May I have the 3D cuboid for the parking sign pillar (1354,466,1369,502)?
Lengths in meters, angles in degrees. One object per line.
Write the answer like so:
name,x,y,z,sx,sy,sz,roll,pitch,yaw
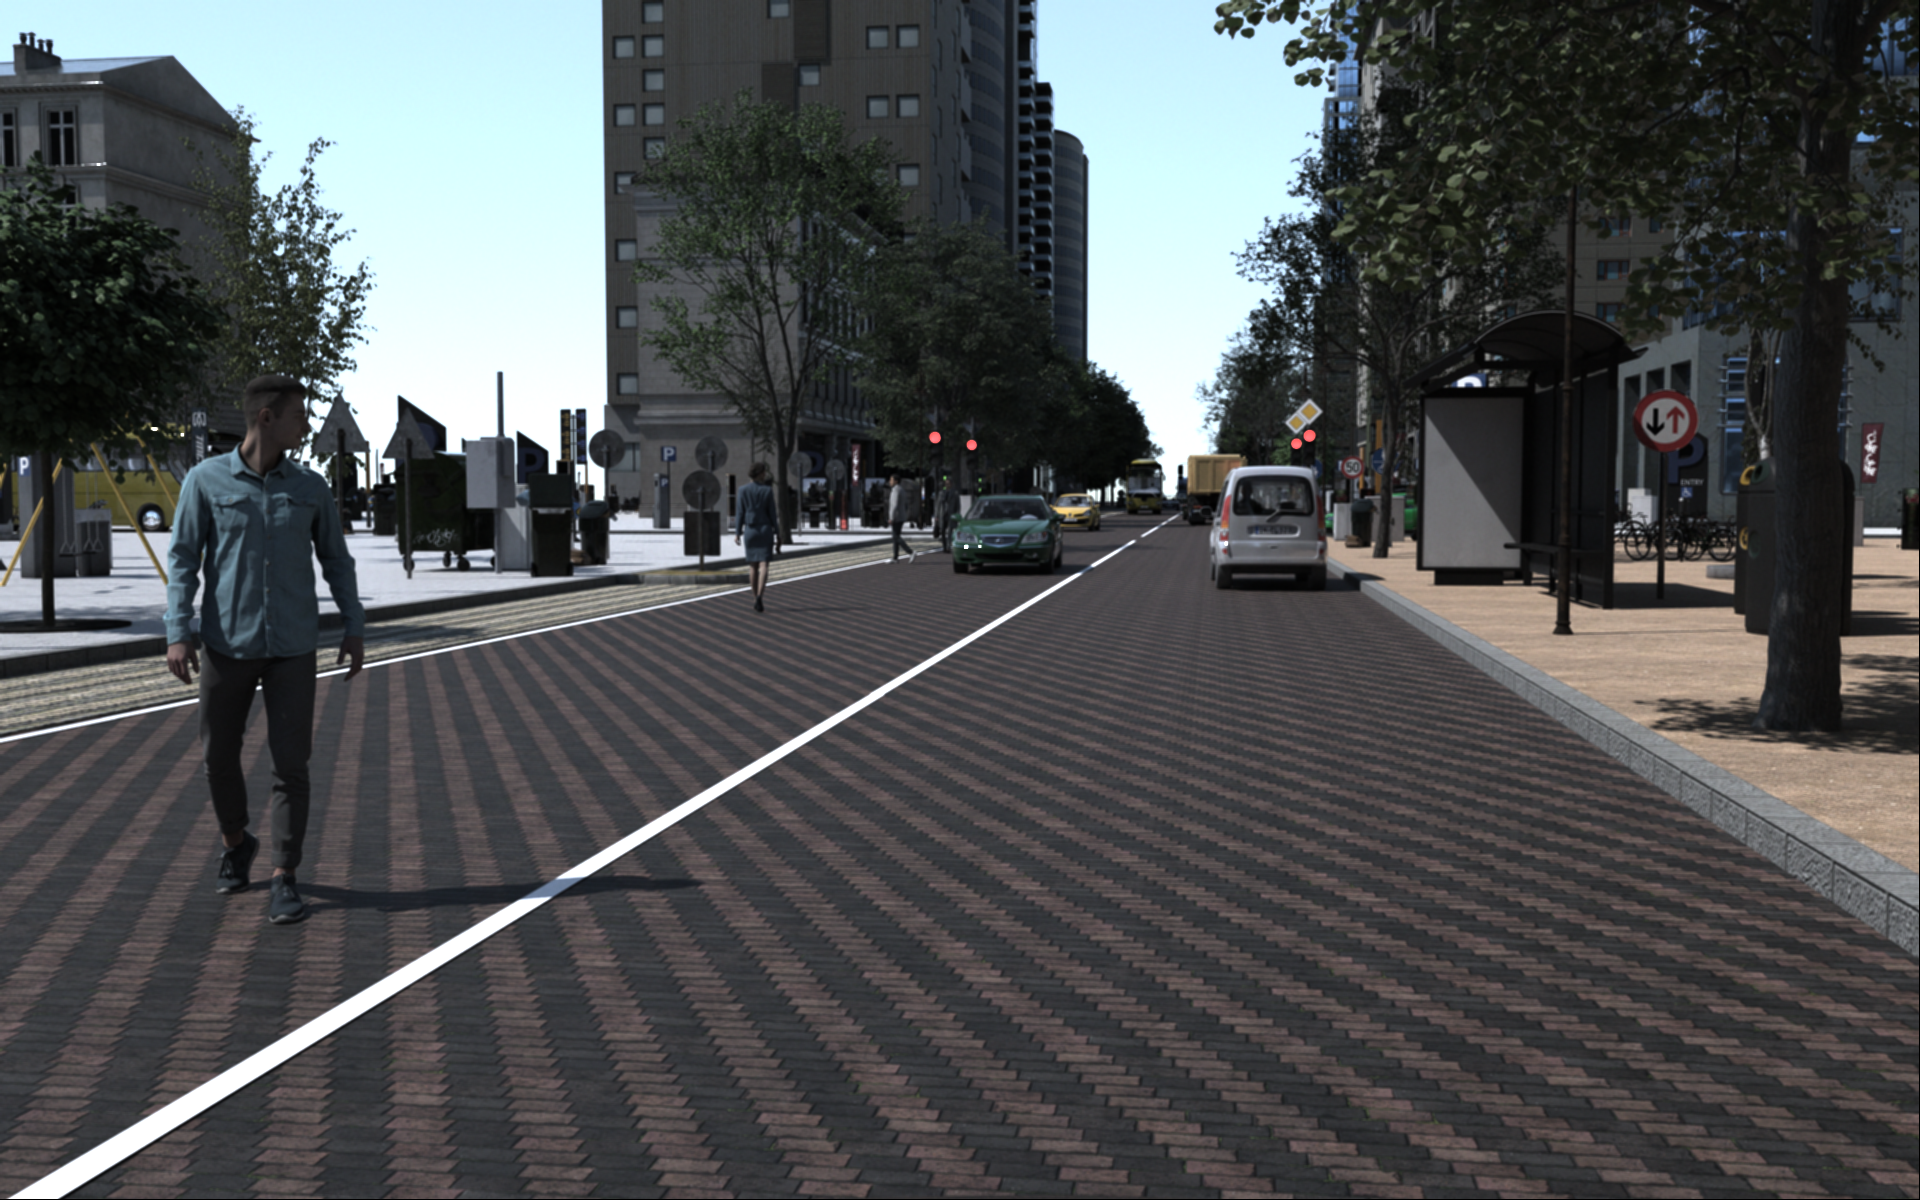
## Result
parking sign pillar,28.147,-8.181,122.226,1.447,3.967,1.447,3,5,43

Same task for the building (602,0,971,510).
building,-13.777,-34.383,151.404,28.713,52.752,27.495,1,4,8

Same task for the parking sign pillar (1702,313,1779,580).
parking sign pillar,12.138,-2.310,26.238,1.447,3.967,1.447,1,4,21

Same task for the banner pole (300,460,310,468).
banner pole,-43.608,-7.655,115.175,0.863,3.779,0.401,0,4,-8

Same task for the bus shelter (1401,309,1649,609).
bus shelter,6.845,-1.698,21.689,2.014,3.302,5.546,0,4,8

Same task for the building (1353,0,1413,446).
building,56.115,-36.093,179.361,28.713,52.752,27.495,1,4,8

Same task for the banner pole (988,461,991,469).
banner pole,2.214,-8.504,129.058,0.401,3.779,0.863,1,4,21

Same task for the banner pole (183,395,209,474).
banner pole,-19.391,-3.296,43.914,0.863,3.779,0.401,1,4,13

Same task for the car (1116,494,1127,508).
car,15.765,-9.475,163.718,1.959,1.807,4.718,1,4,9

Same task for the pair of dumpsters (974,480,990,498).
pair of dumpsters,1.651,-6.168,103.345,1.574,2.255,4.437,1,4,8

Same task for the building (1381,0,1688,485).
building,46.138,-42.980,140.974,20.563,71.187,20.611,1,4,8

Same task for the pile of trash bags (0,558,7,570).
pile of trash bags,-17.745,-1.214,29.595,1.912,1.369,3.447,-3,5,-44

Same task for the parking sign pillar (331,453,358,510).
parking sign pillar,-31.187,-6.072,87.746,1.447,3.967,1.447,1,4,17

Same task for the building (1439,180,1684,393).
building,47.817,-16.508,114.947,27.650,21.520,28.899,1,4,8

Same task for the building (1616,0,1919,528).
building,45.136,-46.483,72.664,31.000,86.520,22.319,1,4,8

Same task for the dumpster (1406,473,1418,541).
dumpster,12.808,-2.685,46.387,1.502,2.255,1.985,1,4,8

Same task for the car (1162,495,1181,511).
car,18.114,-8.390,149.751,1.945,1.354,3.894,0,4,7

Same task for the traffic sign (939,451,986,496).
traffic sign,0.116,-5.366,81.615,2.265,3.308,0.079,1,4,13

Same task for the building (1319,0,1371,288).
building,65.237,-58.570,270.290,22.319,86.520,31.000,1,4,8

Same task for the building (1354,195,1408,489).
building,44.638,-23.746,159.945,14.160,30.474,14.107,1,4,8

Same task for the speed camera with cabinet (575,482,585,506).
speed camera with cabinet,-28.306,-8.169,127.901,0.660,3.252,2.038,-3,5,-40

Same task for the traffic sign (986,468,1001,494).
traffic sign,1.573,-5.093,83.369,0.768,2.556,0.104,1,4,9

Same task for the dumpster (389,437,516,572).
dumpster,-8.577,-1.642,29.347,1.502,2.255,1.985,1,4,8

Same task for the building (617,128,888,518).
building,-12.675,-14.813,93.107,10.553,20.767,40.483,1,4,8

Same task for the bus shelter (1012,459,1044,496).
bus shelter,3.703,-7.719,103.829,2.179,5.291,8.768,1,4,8

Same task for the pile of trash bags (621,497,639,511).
pile of trash bags,-24.317,-7.585,133.769,3.447,1.369,1.912,-2,4,-32

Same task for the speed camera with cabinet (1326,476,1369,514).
speed camera with cabinet,19.418,-5.654,86.778,2.038,3.252,0.660,0,4,4

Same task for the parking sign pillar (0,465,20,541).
parking sign pillar,-26.509,-3.626,47.751,1.447,3.967,1.447,-1,4,-19

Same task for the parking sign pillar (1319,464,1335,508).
parking sign pillar,19.210,-6.331,91.979,1.447,3.967,1.447,0,4,3

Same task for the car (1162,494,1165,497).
car,31.737,-16.072,272.994,2.015,1.641,3.980,0,4,7

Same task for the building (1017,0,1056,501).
building,3.068,-57.084,245.999,22.319,86.520,31.000,1,4,8

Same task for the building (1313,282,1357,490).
building,57.975,-29.273,250.308,14.160,30.474,14.107,1,4,8

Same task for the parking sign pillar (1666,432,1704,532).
parking sign pillar,23.971,-4.201,57.152,1.447,3.967,1.447,1,4,18

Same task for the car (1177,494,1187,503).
car,33.567,-15.391,261.870,2.015,1.641,3.980,1,4,9

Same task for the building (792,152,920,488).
building,-10.204,-17.822,121.072,12.332,23.373,15.834,1,4,8

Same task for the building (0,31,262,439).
building,-54.321,-16.287,85.379,34.723,24.649,14.460,1,4,8

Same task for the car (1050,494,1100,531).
car,4.504,-3.513,67.661,2.015,1.641,3.980,1,4,10

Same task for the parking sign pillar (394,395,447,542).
parking sign pillar,-14.602,-3.576,46.933,1.447,3.967,1.447,0,4,4

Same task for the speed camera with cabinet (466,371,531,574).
speed camera with cabinet,-7.467,-2.103,28.714,0.660,3.252,2.038,1,4,11

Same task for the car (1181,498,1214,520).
car,13.282,-5.299,96.425,2.009,1.686,4.222,1,4,8

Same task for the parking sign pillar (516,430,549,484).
parking sign pillar,-17.931,-5.151,72.698,1.447,3.967,1.447,0,4,-8

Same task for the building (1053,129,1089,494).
building,8.896,-44.890,275.951,21.231,58.520,28.212,1,4,8

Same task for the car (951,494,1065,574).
car,0.951,-1.281,32.737,2.131,1.459,4.920,0,4,6

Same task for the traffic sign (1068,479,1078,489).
traffic sign,8.721,-8.094,133.528,0.795,2.450,0.064,1,4,15

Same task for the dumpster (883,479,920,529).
dumpster,-2.179,-3.629,65.086,1.264,1.857,1.865,0,4,8

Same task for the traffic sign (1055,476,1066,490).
traffic sign,7.105,-7.484,122.463,0.768,2.556,0.104,1,4,10

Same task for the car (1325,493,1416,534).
car,13.640,-2.775,54.159,4.718,1.807,1.959,1,4,9

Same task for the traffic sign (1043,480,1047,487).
traffic sign,5.763,-7.547,123.393,0.884,2.594,0.081,1,4,14

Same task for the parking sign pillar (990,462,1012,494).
parking sign pillar,2.310,-6.636,96.969,1.447,3.967,1.447,3,5,45

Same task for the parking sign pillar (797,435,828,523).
parking sign pillar,-6.685,-5.502,78.433,1.447,3.967,1.447,-1,4,-11

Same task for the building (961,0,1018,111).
building,-6.085,-38.928,178.467,21.231,58.520,28.212,1,4,8
